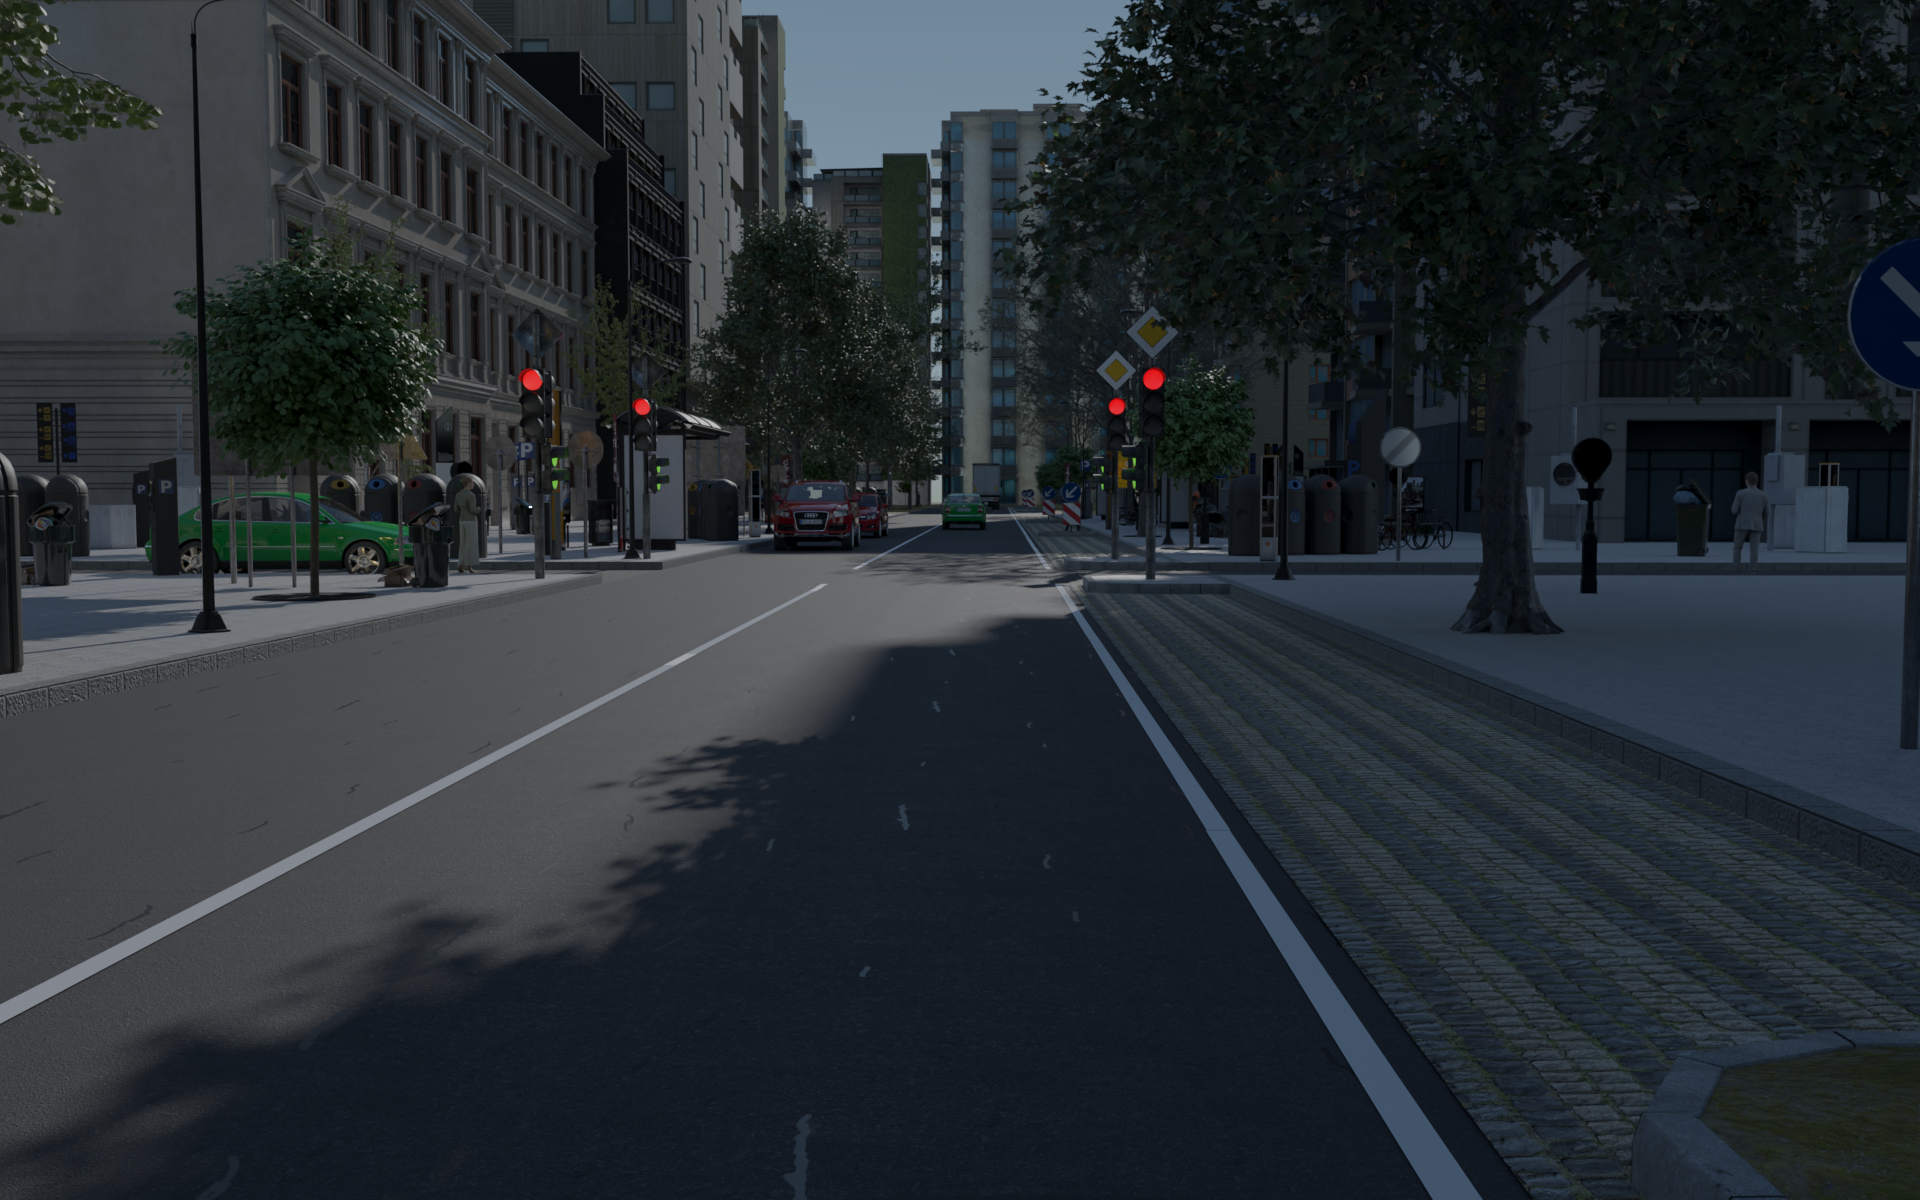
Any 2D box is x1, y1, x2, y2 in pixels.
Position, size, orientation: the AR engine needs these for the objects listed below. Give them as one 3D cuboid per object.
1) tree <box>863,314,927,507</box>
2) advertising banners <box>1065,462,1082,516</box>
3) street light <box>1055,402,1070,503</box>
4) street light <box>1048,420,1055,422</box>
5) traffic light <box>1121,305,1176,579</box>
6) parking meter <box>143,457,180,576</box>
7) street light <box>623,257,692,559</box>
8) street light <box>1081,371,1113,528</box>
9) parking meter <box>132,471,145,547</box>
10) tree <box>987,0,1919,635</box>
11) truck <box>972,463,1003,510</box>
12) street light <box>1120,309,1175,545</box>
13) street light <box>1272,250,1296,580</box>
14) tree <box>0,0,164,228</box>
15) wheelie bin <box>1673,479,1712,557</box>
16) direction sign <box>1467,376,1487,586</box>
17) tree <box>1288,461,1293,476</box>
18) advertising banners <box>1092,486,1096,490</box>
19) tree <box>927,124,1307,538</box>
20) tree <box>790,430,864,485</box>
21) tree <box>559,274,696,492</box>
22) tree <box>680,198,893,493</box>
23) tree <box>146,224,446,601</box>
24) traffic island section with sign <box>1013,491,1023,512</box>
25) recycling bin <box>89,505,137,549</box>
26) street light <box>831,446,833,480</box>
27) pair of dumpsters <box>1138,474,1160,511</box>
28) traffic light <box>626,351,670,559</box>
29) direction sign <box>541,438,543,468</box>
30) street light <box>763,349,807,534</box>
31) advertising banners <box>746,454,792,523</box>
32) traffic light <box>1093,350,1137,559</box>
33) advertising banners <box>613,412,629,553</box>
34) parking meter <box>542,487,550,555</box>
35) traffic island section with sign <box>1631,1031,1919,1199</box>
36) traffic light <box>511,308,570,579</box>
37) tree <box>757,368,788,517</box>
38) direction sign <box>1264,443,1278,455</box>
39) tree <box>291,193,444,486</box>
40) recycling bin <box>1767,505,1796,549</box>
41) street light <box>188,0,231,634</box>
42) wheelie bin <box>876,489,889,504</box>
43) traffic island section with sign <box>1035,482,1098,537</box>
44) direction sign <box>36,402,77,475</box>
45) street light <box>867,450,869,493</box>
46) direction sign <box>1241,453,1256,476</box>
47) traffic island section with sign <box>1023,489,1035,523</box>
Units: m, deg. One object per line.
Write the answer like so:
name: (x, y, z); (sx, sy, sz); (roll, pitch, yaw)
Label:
tree: (-5.750, -12.005, 106.657); (12.009, 13.543, 11.850); (0, 3, 0)
advertising banners: (6.360, -6.050, 95.100); (0.090, 3.025, 2.074); (-2, 4, -33)
street light: (5.672, -7.006, 87.086); (1.470, 5.913, 1.316); (0, 4, 1)
street light: (6.190, -8.331, 108.751); (1.470, 5.913, 1.316); (0, 4, 1)
traffic light: (2.852, -2.266, 25.974); (0.839, 4.253, 0.868); (0, 4, 1)
parking meter: (-12.558, -1.321, 27.304); (0.399, 1.863, 0.255); (-3, 5, -41)
street light: (-5.953, -3.767, 34.129); (1.470, 5.913, 1.316); (0, 4, 1)
street light: (5.233, -5.691, 65.596); (1.470, 5.913, 1.316); (0, 4, 1)
parking meter: (-19.712, -2.205, 41.767); (0.399, 1.863, 0.255); (-1, 4, -11)
tree: (4.999, -6.046, 15.862); (9.611, 12.733, 9.660); (0, 3, 0)
truck: (2.529, -10.612, 162.412); (2.839, 4.237, 11.283); (0, 4, 2)
street light: (4.732, -4.353, 43.719); (1.470, 5.913, 1.316); (0, 4, 1)
street light: (4.312, -3.257, 25.788); (1.470, 5.913, 1.316); (0, 4, 1)
tree: (-7.832, -5.589, 9.501); (7.486, 12.596, 7.792); (0, 3, 0)
wheelie bin: (15.087, -1.700, 35.696); (0.693, 1.594, 0.980); (2, 4, 28)
direction sign: (7.383, -1.965, 24.130); (0.876, 3.537, 0.379); (-2, 4, -30)
tree: (16.588, -5.713, 88.010); (1.663, 3.219, 1.824); (0, 3, 0)
advertising banners: (9.207, -6.914, 109.226); (2.074, 3.025, 0.090); (0, 4, -5)
tree: (5.600, -8.620, 51.306); (12.009, 13.543, 11.850); (0, 3, 0)
tree: (-6.135, -5.879, 79.837); (4.285, 4.588, 4.351); (0, 3, 0)
tree: (-11.402, -6.636, 58.867); (4.737, 8.622, 4.395); (0, 3, 0)
tree: (-6.446, -9.205, 67.506); (9.611, 12.733, 9.660); (0, 3, 0)
tree: (-8.035, -2.293, 21.200); (4.285, 4.588, 4.351); (0, 3, 0)
traffic island section with sign: (5.384, -7.778, 135.798); (1.989, 1.847, 2.006); (0, 4, 1)
recycling bin: (-19.803, -1.709, 40.491); (0.722, 1.027, 0.722); (1, 4, 22)
street light: (-5.170, -6.396, 77.111); (1.470, 5.913, 1.316); (0, 4, 1)
pair of dumpsters: (9.449, -4.899, 82.599); (1.574, 2.255, 4.437); (0, 4, 1)
traffic light: (-6.177, -2.766, 34.149); (0.839, 4.253, 0.868); (0, 4, 1)
direction sign: (-16.533, -4.713, 69.049); (0.379, 3.537, 0.876); (3, 4, 36)
street light: (-5.608, -5.081, 55.621); (1.470, 5.913, 1.316); (0, 4, 1)
advertising banners: (-8.415, -4.905, 76.385); (2.074, 3.025, 0.090); (0, 4, 8)
traffic light: (3.033, -2.754, 33.957); (0.839, 4.253, 0.868); (0, 4, 1)
advertising banners: (-7.487, -2.567, 38.158); (0.090, 3.025, 2.074); (0, 4, -3)
parking meter: (-8.675, -1.707, 36.319); (0.372, 1.533, 0.369); (0, 3, 0)
traffic island section with sign: (2.374, 0.339, 3.086); (1.989, 1.847, 2.006); (0, 4, 1)
traffic light: (-6.357, -2.278, 26.166); (0.839, 4.253, 0.868); (0, 4, 1)
tree: (-11.014, -9.057, 98.440); (4.360, 8.622, 3.978); (0, 3, 0)
direction sign: (13.940, -5.242, 77.696); (0.876, 3.537, 0.379); (-3, 4, -37)
tree: (-14.599, -5.638, 42.550); (4.737, 8.622, 4.395); (0, 3, 0)
recycling bin: (19.343, -1.718, 40.635); (0.722, 1.027, 0.722); (2, 4, 25)
street light: (-6.438, -2.652, 15.906); (1.470, 5.913, 1.316); (0, 4, 1)
wheelie bin: (-4.951, -6.195, 109.194); (0.980, 1.594, 0.693); (-1, 4, -22)
traffic island section with sign: (3.637, -3.060, 58.662); (1.989, 1.847, 2.006); (0, 4, 1)
direction sign: (-22.359, -3.116, 42.943); (0.876, 3.537, 0.379); (-1, 4, -16)
street light: (-4.690, -7.710, 98.601); (1.470, 5.913, 1.316); (0, 4, 1)
direction sign: (15.985, -6.360, 95.982); (0.876, 3.537, 0.379); (3, 5, 39)
traffic island section with sign: (4.253, -4.708, 85.610); (1.989, 1.847, 2.006); (0, 4, 1)
